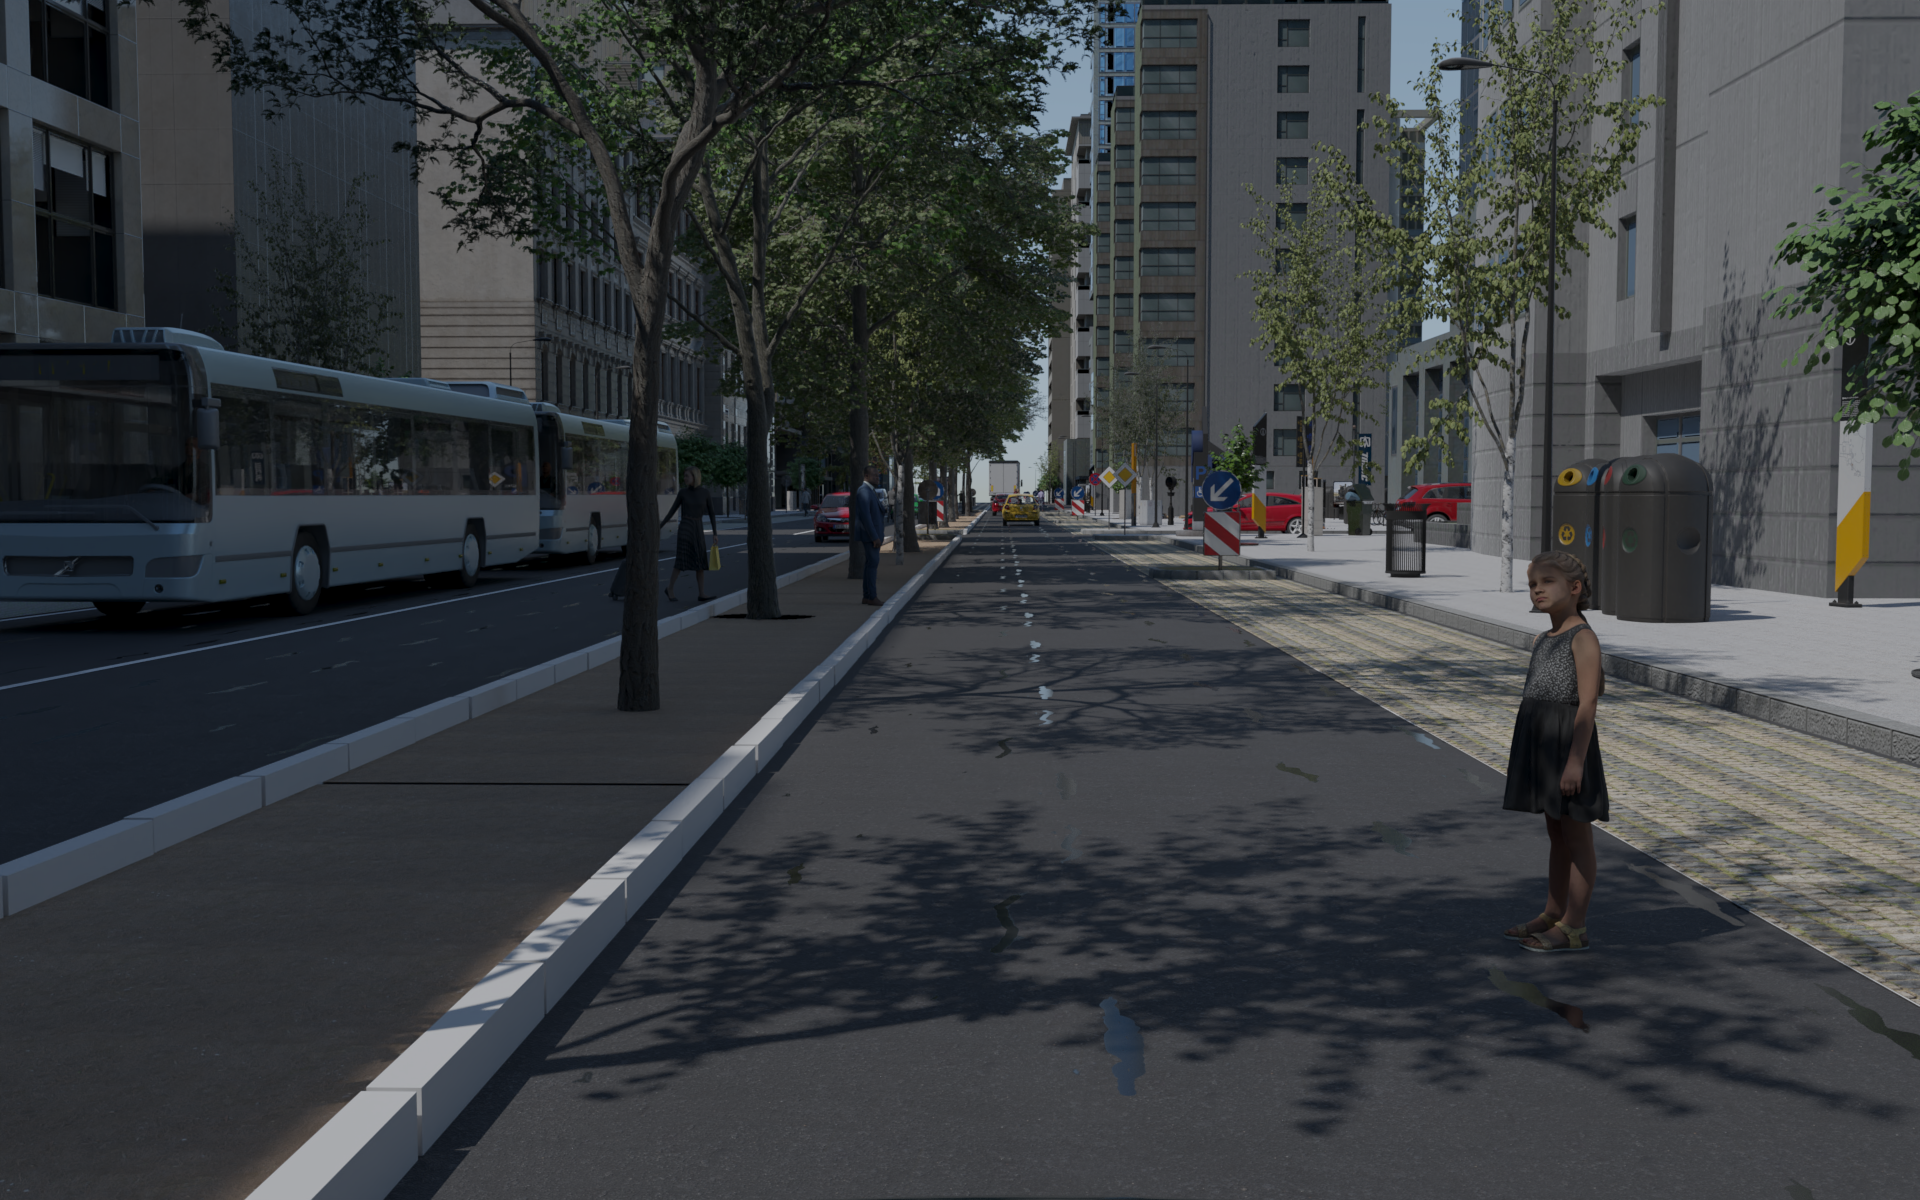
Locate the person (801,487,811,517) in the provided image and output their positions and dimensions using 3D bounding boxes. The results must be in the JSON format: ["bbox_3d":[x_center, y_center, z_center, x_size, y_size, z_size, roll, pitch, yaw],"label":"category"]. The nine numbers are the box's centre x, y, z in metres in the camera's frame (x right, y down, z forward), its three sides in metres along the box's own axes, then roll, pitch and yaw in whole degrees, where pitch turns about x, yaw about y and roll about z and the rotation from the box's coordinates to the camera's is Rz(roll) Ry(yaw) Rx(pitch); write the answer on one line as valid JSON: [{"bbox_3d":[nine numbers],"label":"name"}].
[{"bbox_3d":[-9.512,-6.054,107.324,0.795,1.843,0.661,3,5,42],"label":"person"}]

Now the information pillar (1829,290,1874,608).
[{"bbox_3d":[10.067,-1.720,19.484,0.183,3.616,0.504,0,4,-6],"label":"information pillar"}]

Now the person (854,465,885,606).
[{"bbox_3d":[-1.152,-0.832,22.292,0.419,1.800,0.721,0,4,-5],"label":"person"}]

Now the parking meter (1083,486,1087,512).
[{"bbox_3d":[9.106,-7.317,125.343,0.399,1.863,0.255,-2,4,-25],"label":"parking meter"}]

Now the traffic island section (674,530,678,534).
[{"bbox_3d":[-11.150,-2.476,62.758,2.009,0.180,2.903,0,4,1],"label":"traffic island section"}]

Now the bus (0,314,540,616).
[{"bbox_3d":[-8.783,-1.733,23.197,2.948,3.499,13.247,0,4,2],"label":"bus"}]

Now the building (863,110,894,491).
[{"bbox_3d":[-21.091,-58.313,266.093,22.319,86.520,31.000,0,4,1],"label":"building"}]

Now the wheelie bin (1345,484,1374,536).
[{"bbox_3d":[12.314,-2.789,53.516,0.980,1.594,0.693,-3,5,-42],"label":"wheelie bin"}]

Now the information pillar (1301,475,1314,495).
[{"bbox_3d":[13.639,-3.898,68.230,0.304,2.012,0.304,-1,4,-15],"label":"information pillar"}]

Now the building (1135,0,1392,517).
[{"bbox_3d":[17.303,-20.316,103.861,14.160,30.474,14.107,0,4,1],"label":"building"}]

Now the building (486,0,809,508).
[{"bbox_3d":[-27.805,-34.385,151.439,28.713,52.752,27.495,0,4,1],"label":"building"}]

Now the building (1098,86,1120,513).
[{"bbox_3d":[17.809,-21.665,125.921,14.160,30.474,14.107,0,4,1],"label":"building"}]

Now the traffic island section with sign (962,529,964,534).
[{"bbox_3d":[-0.868,-3.305,62.167,2.006,1.907,1.989,0,4,1],"label":"traffic island section with sign"}]

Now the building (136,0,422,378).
[{"bbox_3d":[-31.163,-13.899,46.318,30.058,24.678,14.314,0,4,1],"label":"building"}]

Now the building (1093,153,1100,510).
[{"bbox_3d":[18.418,-23.090,149.224,14.160,30.474,14.107,0,4,1],"label":"building"}]

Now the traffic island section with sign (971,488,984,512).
[{"bbox_3d":[0.938,-7.899,137.283,2.006,1.907,1.989,0,4,1],"label":"traffic island section with sign"}]

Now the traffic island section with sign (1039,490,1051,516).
[{"bbox_3d":[6.250,-6.289,111.445,1.989,1.847,2.006,0,4,1],"label":"traffic island section with sign"}]

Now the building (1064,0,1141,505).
[{"bbox_3d":[23.473,-53.896,193.865,22.319,86.520,31.000,0,4,1],"label":"building"}]

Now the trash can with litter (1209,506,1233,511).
[{"bbox_3d":[7.252,-2.261,48.352,0.624,1.170,1.055,0,4,-4],"label":"trash can with litter"}]

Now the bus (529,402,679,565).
[{"bbox_3d":[-8.588,-2.623,37.743,2.948,3.499,13.247,0,4,1],"label":"bus"}]

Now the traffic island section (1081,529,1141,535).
[{"bbox_3d":[5.387,-2.451,62.355,2.009,0.180,2.903,0,4,1],"label":"traffic island section"}]

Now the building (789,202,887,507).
[{"bbox_3d":[-21.669,-35.650,237.495,22.147,44.769,28.867,0,4,1],"label":"building"}]

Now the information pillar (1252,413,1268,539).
[{"bbox_3d":[8.612,-3.572,49.761,0.504,3.616,0.183,-2,4,-34],"label":"information pillar"}]

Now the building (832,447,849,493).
[{"bbox_3d":[-18.947,-26.327,202.144,14.160,30.474,14.107,0,4,1],"label":"building"}]

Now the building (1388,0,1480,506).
[{"bbox_3d":[35.024,-46.502,72.979,31.000,86.520,22.319,0,4,1],"label":"building"}]

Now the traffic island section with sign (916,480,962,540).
[{"bbox_3d":[-1.056,-2.852,54.762,2.006,1.907,1.989,0,4,1],"label":"traffic island section with sign"}]

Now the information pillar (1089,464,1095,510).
[{"bbox_3d":[10.370,-8.863,136.269,0.504,3.616,0.183,-2,4,-29],"label":"information pillar"}]

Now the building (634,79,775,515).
[{"bbox_3d":[-19.632,-19.483,115.809,12.463,27.353,25.104,0,4,1],"label":"building"}]

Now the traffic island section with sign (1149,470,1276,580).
[{"bbox_3d":[4.275,-1.288,29.682,1.989,1.847,2.006,0,4,1],"label":"traffic island section with sign"}]

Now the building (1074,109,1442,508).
[{"bbox_3d":[27.495,-29.104,167.729,32.217,40.220,23.993,0,4,1],"label":"building"}]

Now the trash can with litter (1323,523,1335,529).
[{"bbox_3d":[12.508,-3.203,63.429,2.233,1.210,1.678,2,4,23],"label":"trash can with litter"}]

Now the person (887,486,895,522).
[{"bbox_3d":[-3.426,-4.867,87.880,0.655,1.846,0.447,2,4,26],"label":"person"}]

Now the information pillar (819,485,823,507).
[{"bbox_3d":[-10.951,-8.085,136.681,0.304,2.012,0.304,0,4,1],"label":"information pillar"}]

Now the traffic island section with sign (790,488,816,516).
[{"bbox_3d":[-9.957,-6.347,112.403,1.989,1.847,2.006,0,4,1],"label":"traffic island section with sign"}]

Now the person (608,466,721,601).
[{"bbox_3d":[-3.926,-0.892,23.303,1.509,1.804,0.699,2,4,26],"label":"person"}]

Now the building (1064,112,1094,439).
[{"bbox_3d":[28.999,-39.540,235.715,28.713,52.752,27.495,0,4,1],"label":"building"}]

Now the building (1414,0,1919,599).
[{"bbox_3d":[21.475,-30.044,33.218,21.231,58.520,28.212,0,4,1],"label":"building"}]

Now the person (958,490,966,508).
[{"bbox_3d":[0.119,-10.442,179.328,1.348,1.812,0.705,-1,4,-20],"label":"person"}]

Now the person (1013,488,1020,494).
[{"bbox_3d":[3.943,-6.812,119.843,0.580,1.828,0.573,2,4,25],"label":"person"}]

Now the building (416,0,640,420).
[{"bbox_3d":[-20.204,-13.700,73.145,9.793,20.994,18.267,0,4,1],"label":"building"}]

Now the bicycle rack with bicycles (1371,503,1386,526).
[{"bbox_3d":[17.385,-3.471,70.129,2.925,0.926,2.852,-1,4,-10],"label":"bicycle rack with bicycles"}]

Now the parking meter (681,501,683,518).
[{"bbox_3d":[-13.320,-4.611,83.806,0.372,1.533,0.369,0,3,0],"label":"parking meter"}]

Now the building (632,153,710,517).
[{"bbox_3d":[-20.469,-15.702,92.883,11.583,22.565,21.152,0,4,1],"label":"building"}]

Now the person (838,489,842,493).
[{"bbox_3d":[-7.425,-5.914,105.557,0.716,1.782,0.532,-1,4,-22],"label":"person"}]

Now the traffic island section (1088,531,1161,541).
[{"bbox_3d":[5.194,-1.963,54.373,2.009,0.180,2.903,0,4,1],"label":"traffic island section"}]

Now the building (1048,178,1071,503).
[{"bbox_3d":[24.202,-38.946,260.468,21.300,48.544,21.600,0,4,1],"label":"building"}]

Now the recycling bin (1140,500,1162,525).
[{"bbox_3d":[7.877,-3.600,71.414,0.722,1.027,0.722,-1,4,-17],"label":"recycling bin"}]

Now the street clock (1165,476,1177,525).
[{"bbox_3d":[8.674,-4.076,71.214,0.358,2.002,0.471,-3,4,-37],"label":"street clock"}]

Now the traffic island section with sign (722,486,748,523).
[{"bbox_3d":[-10.603,-4.699,85.456,1.989,1.847,2.006,0,4,1],"label":"traffic island section with sign"}]

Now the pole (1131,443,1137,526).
[{"bbox_3d":[6.979,-4.624,69.449,0.158,3.312,0.155,0,3,0],"label":"pole"}]

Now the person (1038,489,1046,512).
[{"bbox_3d":[6.723,-8.154,141.686,0.709,1.838,0.599,2,4,31],"label":"person"}]

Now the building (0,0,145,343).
[{"bbox_3d":[-25.669,-12.936,16.015,19.350,26.468,34.151,0,4,1],"label":"building"}]

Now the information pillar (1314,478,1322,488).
[{"bbox_3d":[16.474,-4.615,79.942,0.304,2.012,0.304,-2,4,-32],"label":"information pillar"}]

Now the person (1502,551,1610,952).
[{"bbox_3d":[1.874,0.471,5.464,0.373,1.253,0.362,0,4,-7],"label":"person"}]

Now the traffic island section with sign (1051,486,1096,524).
[{"bbox_3d":[5.607,-4.640,84.498,1.989,1.847,2.006,0,4,1],"label":"traffic island section with sign"}]
